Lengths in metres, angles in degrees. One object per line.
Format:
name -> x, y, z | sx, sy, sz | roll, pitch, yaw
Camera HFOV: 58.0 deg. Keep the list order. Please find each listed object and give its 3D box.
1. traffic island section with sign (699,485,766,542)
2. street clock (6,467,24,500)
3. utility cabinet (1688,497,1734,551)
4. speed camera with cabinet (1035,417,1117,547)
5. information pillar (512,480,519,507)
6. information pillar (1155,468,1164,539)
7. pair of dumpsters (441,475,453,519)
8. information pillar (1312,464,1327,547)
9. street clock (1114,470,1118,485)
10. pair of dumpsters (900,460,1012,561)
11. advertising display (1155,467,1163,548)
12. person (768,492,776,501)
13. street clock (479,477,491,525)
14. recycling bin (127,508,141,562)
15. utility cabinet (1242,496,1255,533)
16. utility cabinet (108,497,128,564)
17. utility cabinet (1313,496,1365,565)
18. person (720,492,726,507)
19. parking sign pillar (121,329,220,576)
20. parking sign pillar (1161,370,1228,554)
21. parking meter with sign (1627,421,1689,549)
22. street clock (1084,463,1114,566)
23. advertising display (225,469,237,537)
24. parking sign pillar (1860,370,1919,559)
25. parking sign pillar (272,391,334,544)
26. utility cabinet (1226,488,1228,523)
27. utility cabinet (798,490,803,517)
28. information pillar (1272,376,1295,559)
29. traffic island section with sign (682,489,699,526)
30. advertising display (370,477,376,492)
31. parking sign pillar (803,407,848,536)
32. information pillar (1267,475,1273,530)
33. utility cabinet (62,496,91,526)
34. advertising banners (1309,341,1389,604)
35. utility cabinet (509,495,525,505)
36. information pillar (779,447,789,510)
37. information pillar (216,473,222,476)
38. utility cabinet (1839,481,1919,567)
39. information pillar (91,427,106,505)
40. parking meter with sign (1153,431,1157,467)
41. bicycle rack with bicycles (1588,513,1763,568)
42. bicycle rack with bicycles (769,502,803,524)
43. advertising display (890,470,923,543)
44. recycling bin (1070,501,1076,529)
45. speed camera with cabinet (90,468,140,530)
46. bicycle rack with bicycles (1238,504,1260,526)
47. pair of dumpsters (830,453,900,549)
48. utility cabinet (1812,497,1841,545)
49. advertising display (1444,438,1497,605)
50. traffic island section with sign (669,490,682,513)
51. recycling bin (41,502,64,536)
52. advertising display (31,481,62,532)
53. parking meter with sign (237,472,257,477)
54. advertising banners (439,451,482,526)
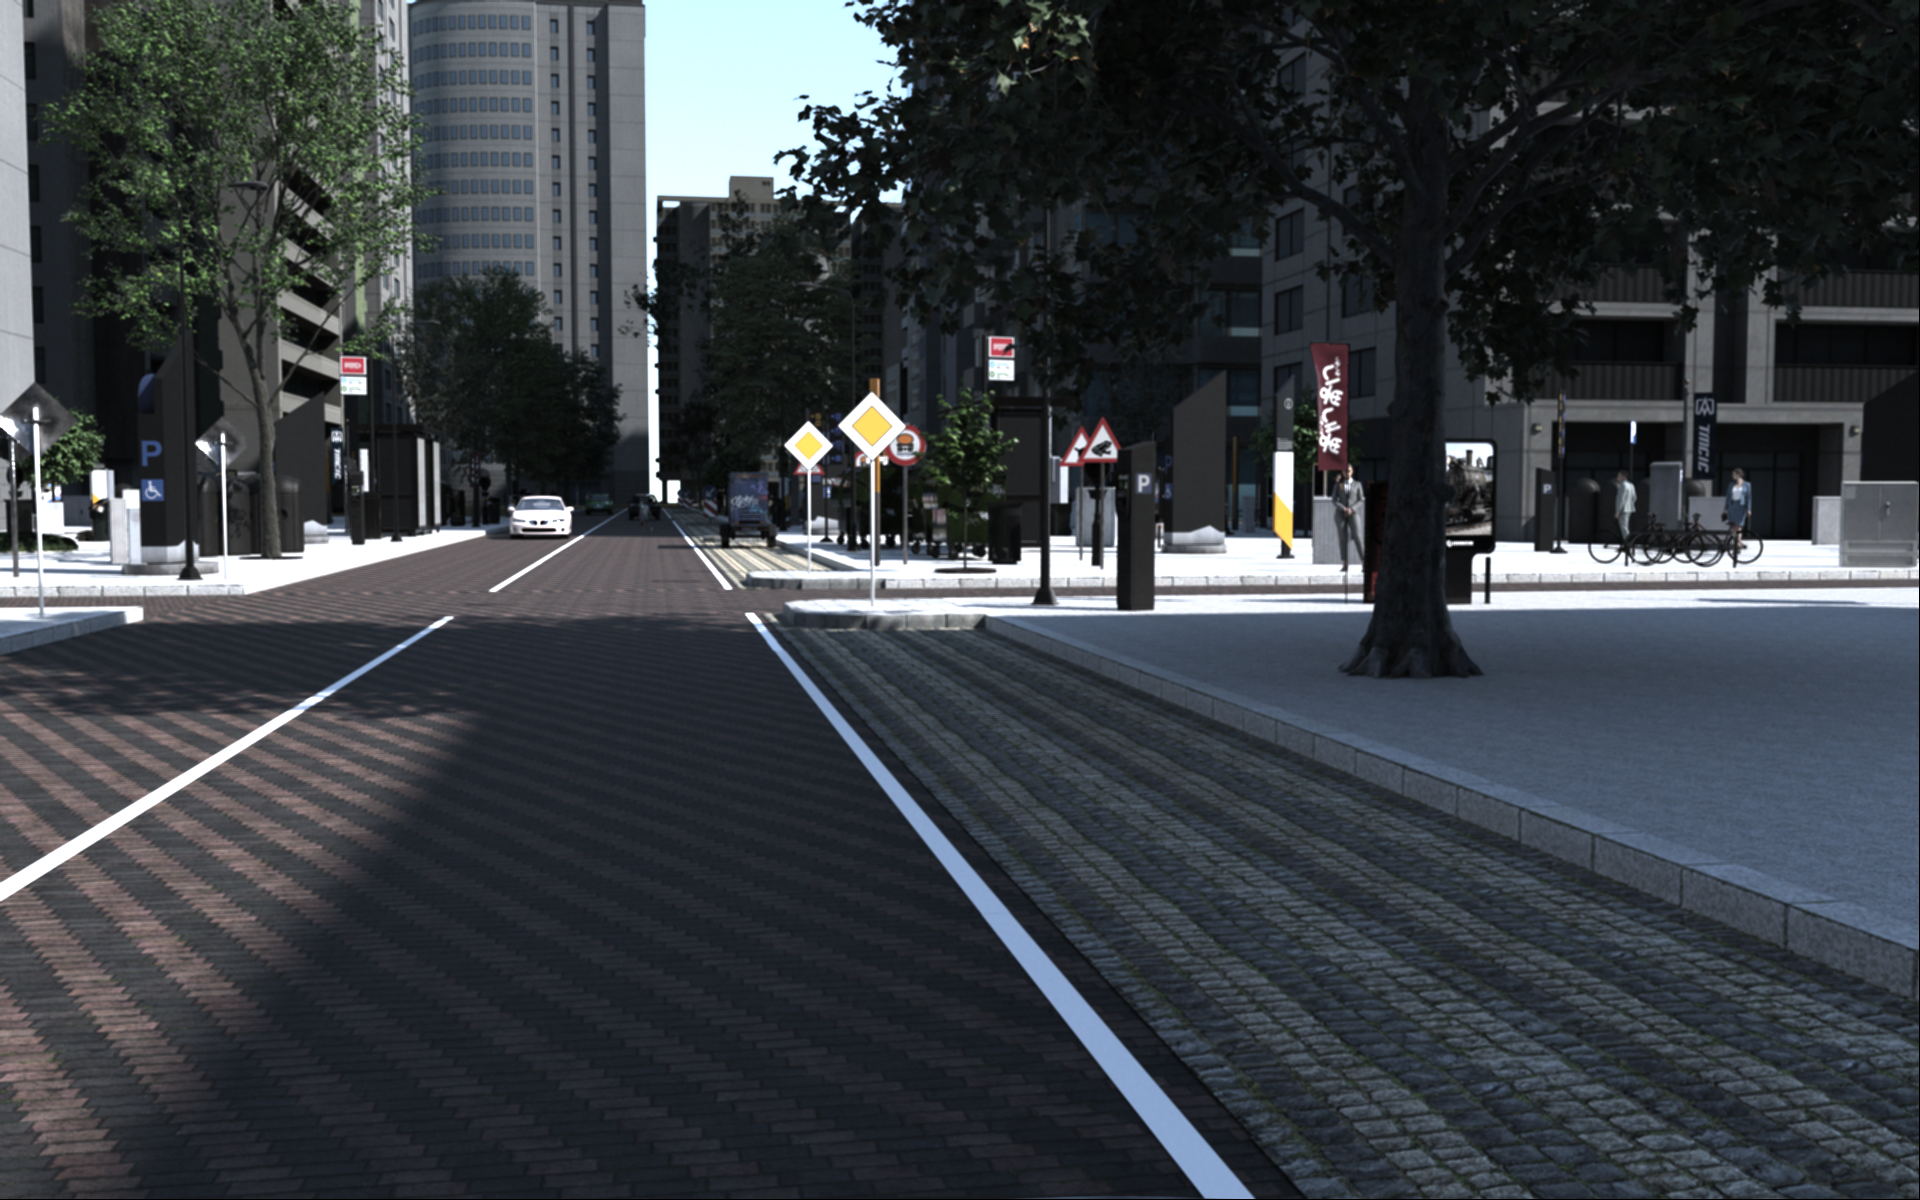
traffic island section with sign -> -6.704, -2.650, 51.955 | 1.989, 1.847, 2.006 | -1, 4, -10
street clock -> -25.205, -2.549, 46.253 | 0.358, 2.002, 0.471 | 0, 4, -1
utility cabinet -> 17.127, -1.726, 39.381 | 0.306, 1.237, 1.020 | -3, 5, -44
speed camera with cabinet -> 2.889, -2.939, 42.392 | 2.038, 3.252, 0.660 | 2, 4, 24
information pillar -> -23.049, -5.219, 89.818 | 0.304, 2.012, 0.304 | 0, 4, 2
information pillar -> 5.759, -2.767, 49.732 | 0.304, 2.012, 0.304 | 0, 4, -5
pair of dumpsters -> -25.892, -5.049, 85.053 | 1.574, 2.255, 4.437 | -1, 4, -10
information pillar -> 8.667, -2.279, 41.760 | 0.304, 2.012, 0.304 | 1, 4, 19
street clock -> 4.846, -2.944, 52.699 | 0.471, 2.002, 0.358 | -3, 5, -41
pair of dumpsters -> -0.073, -2.001, 35.210 | 1.574, 2.255, 4.437 | -1, 4, -10
advertising display -> 4.459, -2.209, 41.328 | 0.123, 1.923, 0.974 | -3, 4, -38
person -> -13.000, -6.859, 121.453 | 1.065, 1.426, 0.557 | -3, 4, -37
street clock -> -19.892, -4.160, 72.593 | 0.471, 2.002, 0.358 | 3, 4, 37
recycling bin -> -14.483, -1.138, 31.160 | 0.722, 1.027, 0.722 | 0, 4, -6
utility cabinet -> 9.587, -2.833, 57.478 | 0.306, 1.237, 1.020 | 0, 4, 2
utility cabinet -> -15.771, -1.303, 32.459 | 0.306, 1.237, 1.020 | -2, 4, -27
utility cabinet -> 6.926, -1.239, 31.421 | 1.020, 1.237, 0.306 | 1, 4, 13
person -> -22.917, -9.824, 166.688 | 1.348, 1.821, 0.705 | 0, 4, 2
parking sign pillar -> -12.716, -2.405, 27.799 | 1.447, 3.967, 1.447 | 0, 4, -3
parking sign pillar -> 5.094, -3.003, 37.574 | 1.447, 3.967, 1.447 | -1, 4, -21
parking meter with sign -> 16.659, -2.725, 40.812 | 1.738, 3.016, 0.543 | 2, 4, 34
street clock -> 2.452, -1.610, 30.898 | 0.471, 2.002, 0.358 | 1, 4, 10
advertising display -> -19.131, -2.461, 45.447 | 0.123, 1.923, 0.974 | -1, 4, -8
parking sign pillar -> 18.819, -2.832, 34.769 | 1.447, 3.967, 1.447 | 1, 4, 23
parking sign pillar -> -17.271, -3.470, 45.207 | 1.447, 3.967, 1.447 | -3, 4, -39
utility cabinet -> 9.614, -3.389, 64.090 | 0.318, 1.500, 1.173 | 0, 4, -6
utility cabinet -> -8.323, -5.150, 92.882 | 1.173, 1.500, 0.318 | -1, 4, -15
information pillar -> 6.411, -2.626, 34.297 | 0.504, 3.616, 0.183 | -2, 4, -34
traffic island section with sign -> -11.463, -4.279, 78.585 | 1.989, 1.847, 2.006 | -1, 4, -10
advertising display -> -22.048, -3.686, 65.480 | 0.123, 1.923, 0.974 | -3, 5, -40
parking sign pillar -> -4.176, -4.009, 54.013 | 1.447, 3.967, 1.447 | -2, 4, -25
information pillar -> 11.181, -3.525, 62.123 | 0.304, 2.012, 0.304 | 1, 4, 21
utility cabinet -> -35.801, -3.613, 70.227 | 1.020, 1.237, 0.306 | -1, 4, -16
advertising banners -> 4.987, -1.472, 20.262 | 2.074, 3.025, 0.090 | -1, 4, -18
utility cabinet -> -24.101, -5.084, 94.281 | 0.306, 1.237, 1.020 | 2, 4, 25
information pillar -> -8.701, -5.749, 85.351 | 0.504, 3.616, 0.183 | -1, 4, -9
information pillar -> -26.302, -3.507, 61.837 | 0.304, 2.012, 0.304 | 1, 4, 9
utility cabinet -> 16.027, -1.317, 30.206 | 1.173, 1.500, 0.318 | 1, 4, 15
information pillar -> -30.009, -4.221, 60.360 | 0.183, 3.616, 0.504 | 2, 4, 34
parking meter with sign -> 6.196, -3.151, 47.774 | 1.738, 3.016, 0.543 | 0, 4, 4
bicycle rack with bicycles -> 12.935, -1.102, 31.405 | 2.925, 0.926, 2.852 | 2, 4, 26
bicycle rack with bicycles -> -6.558, -3.751, 74.718 | 2.925, 0.926, 2.852 | 0, 4, 8
advertising display -> -1.406, -2.491, 45.936 | 0.974, 1.923, 0.123 | 1, 4, 14
recycling bin -> 4.465, -3.184, 64.606 | 0.722, 1.027, 0.722 | -3, 4, -37
speed camera with cabinet -> -30.329, -4.183, 62.730 | 2.038, 3.252, 0.660 | -1, 4, -10
bicycle rack with bicycles -> 12.785, -3.579, 71.904 | 2.852, 0.926, 2.925 | -1, 4, -15
pair of dumpsters -> -2.162, -2.429, 42.206 | 1.574, 2.255, 4.437 | -1, 4, -10
utility cabinet -> 21.957, -1.974, 43.438 | 1.020, 1.237, 0.306 | 0, 4, 3
advertising display -> 5.770, -0.911, 20.110 | 0.974, 1.923, 0.123 | -1, 4, -17
traffic island section with sign -> -20.455, -7.362, 128.991 | 1.989, 1.847, 2.006 | -1, 4, -10
recycling bin -> -28.081, -2.502, 53.461 | 0.722, 1.027, 0.722 | -2, 4, -26
advertising display -> -30.718, -3.246, 58.289 | 0.123, 1.923, 0.974 | 2, 4, 34
parking meter with sign -> -24.511, -3.861, 59.396 | 1.738, 3.016, 0.543 | -1, 4, -10
advertising banners -> -20.631, -4.585, 71.148 | 2.074, 3.025, 0.090 | 0, 4, 4
